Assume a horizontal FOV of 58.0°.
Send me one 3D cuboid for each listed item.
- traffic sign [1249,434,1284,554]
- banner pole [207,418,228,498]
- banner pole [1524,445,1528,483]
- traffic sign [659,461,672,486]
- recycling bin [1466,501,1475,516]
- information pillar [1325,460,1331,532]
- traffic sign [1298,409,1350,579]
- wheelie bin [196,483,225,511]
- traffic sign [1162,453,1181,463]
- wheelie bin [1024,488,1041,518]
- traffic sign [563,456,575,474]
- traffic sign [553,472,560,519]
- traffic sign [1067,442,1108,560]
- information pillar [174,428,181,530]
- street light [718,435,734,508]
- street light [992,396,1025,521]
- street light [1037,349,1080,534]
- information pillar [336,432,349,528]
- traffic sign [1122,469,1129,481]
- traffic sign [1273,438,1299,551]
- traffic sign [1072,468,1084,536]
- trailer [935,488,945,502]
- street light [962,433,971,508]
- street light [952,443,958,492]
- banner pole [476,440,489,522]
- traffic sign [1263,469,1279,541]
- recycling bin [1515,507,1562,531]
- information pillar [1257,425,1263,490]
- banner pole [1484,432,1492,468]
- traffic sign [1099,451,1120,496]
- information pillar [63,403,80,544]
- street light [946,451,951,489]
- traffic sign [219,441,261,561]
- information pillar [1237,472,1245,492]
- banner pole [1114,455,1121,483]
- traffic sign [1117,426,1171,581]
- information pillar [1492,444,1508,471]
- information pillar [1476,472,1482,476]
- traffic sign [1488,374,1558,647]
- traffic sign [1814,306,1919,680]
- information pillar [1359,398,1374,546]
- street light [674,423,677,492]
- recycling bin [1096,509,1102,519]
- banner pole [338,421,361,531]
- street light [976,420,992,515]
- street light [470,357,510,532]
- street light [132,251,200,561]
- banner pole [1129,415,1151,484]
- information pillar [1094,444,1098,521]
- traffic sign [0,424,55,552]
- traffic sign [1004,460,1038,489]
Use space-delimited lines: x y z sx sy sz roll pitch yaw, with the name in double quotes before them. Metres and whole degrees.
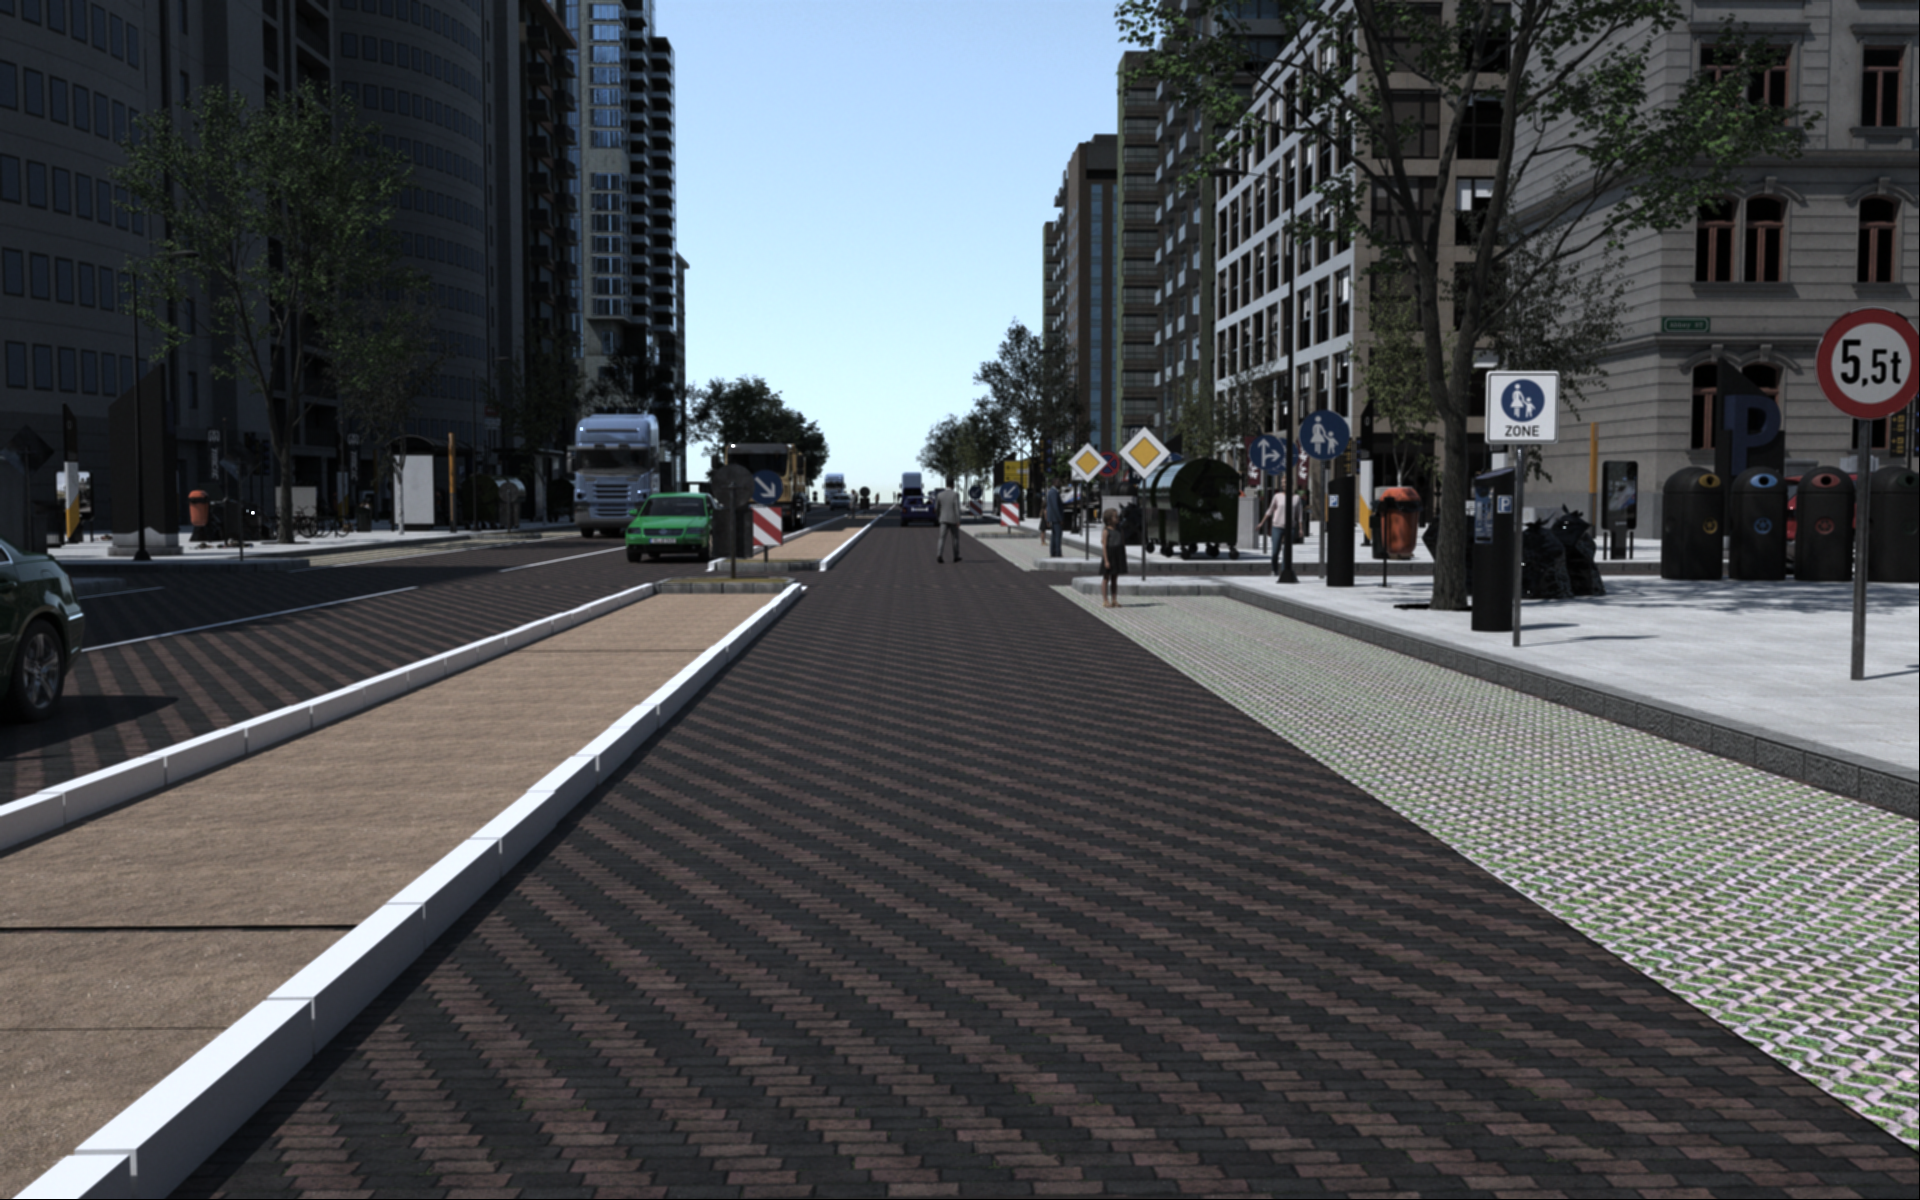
"traffic sign" 6.552 -2.264 37.120 0.768 2.556 0.104 0 4 -1
"banner pole" -24.331 -4.092 56.921 0.401 3.779 0.863 3 4 38
"banner pole" 14.968 -3.422 45.964 0.401 3.779 0.863 2 4 32
"traffic sign" -19.116 -6.988 108.122 2.265 3.308 0.079 0 4 2
"recycling bin" 19.779 -3.313 66.722 0.722 1.027 0.722 -2 4 -33
"information pillar" 12.292 -4.073 57.942 0.183 3.616 0.504 2 4 28
"traffic sign" 5.492 -1.597 26.210 0.768 2.556 0.104 0 4 3
"wheelie bin" -22.007 -2.618 50.710 0.693 1.594 0.980 2 4 30
"traffic sign" 6.554 -3.260 53.413 0.768 2.556 0.104 0 4 0
"wheelie bin" 3.906 -5.188 92.735 0.980 1.594 0.693 1 4 9
"traffic sign" -20.120 -6.042 92.665 2.265 3.308 0.079 0 4 5
"traffic sign" -20.887 -5.439 89.029 0.768 2.556 0.104 0 4 5
"traffic sign" 2.464 -1.827 33.507 0.795 2.450 0.064 0 4 -2
"information pillar" -27.688 -4.272 61.199 0.183 3.616 0.504 -2 4 -26
"street light" -18.334 -9.959 135.374 1.470 5.913 1.316 0 4 -2
"street light" 2.386 -6.705 82.163 1.470 5.913 1.316 0 4 -2
"street light" 3.183 -5.091 55.777 1.470 5.913 1.316 0 4 -2
"information pillar" -23.222 -4.510 65.097 0.183 3.616 0.504 2 4 25
"traffic sign" 7.073 -4.341 70.972 0.884 2.594 0.081 0 4 6
"traffic sign" 7.266 -2.391 39.200 0.768 2.556 0.104 0 4 1
"traffic sign" 3.687 -3.088 52.616 0.606 2.300 0.079 0 4 0
"trailer" -2.049 -10.216 174.074 1.471 1.999 3.904 0 4 -3
"street light" 0.929 -9.785 132.527 1.470 5.913 1.316 0 4 -2
"street light" 0.143 -11.363 158.330 1.470 5.913 1.316 0 4 -2
"banner pole" -21.934 -5.498 79.901 0.401 3.779 0.863 0 4 -3
"traffic sign" 8.531 -2.880 47.186 0.768 2.556 0.104 0 4 0
"recycling bin" 11.066 -1.270 33.311 0.722 1.027 0.722 -1 4 -21
"information pillar" 10.201 -4.134 58.951 0.183 3.616 0.504 0 4 -5
"banner pole" 21.171 -4.838 69.124 0.863 3.779 0.401 1 4 21
"traffic sign" 4.363 -3.130 51.290 0.768 2.556 0.104 0 4 6
"information pillar" -22.941 -3.263 44.703 0.183 3.616 0.504 0 4 4
"street light" -0.798 -12.984 184.827 1.470 5.913 1.316 0 4 -2
"traffic sign" -13.723 -1.797 33.031 0.795 2.450 0.064 0 4 -2
"information pillar" 9.134 -3.201 56.823 0.304 2.012 0.304 2 4 32
"banner pole" 9.929 -7.274 108.946 0.863 3.779 0.401 -3 5 -44
"traffic sign" 2.710 -1.338 25.525 0.795 2.450 0.064 0 4 -2
"information pillar" 10.919 -2.670 35.011 0.183 3.616 0.504 -1 4 -13
"information pillar" 17.416 -3.264 57.866 0.304 2.012 0.304 0 4 -6
"traffic sign" 4.680 -0.756 14.496 0.606 2.300 0.079 0 4 0
"traffic sign" 6.195 -0.720 11.879 0.768 2.556 0.104 0 4 -1
"information pillar" 10.002 -3.135 42.606 0.183 3.616 0.504 -1 4 -16
"street light" -17.465 -8.374 109.463 1.470 5.913 1.316 0 4 -2
"recycling bin" 7.503 -4.758 90.341 0.722 1.027 0.722 1 4 20
"banner pole" -21.084 -4.271 59.840 0.863 3.779 0.401 -3 4 -38
"street light" 1.585 -8.283 107.966 1.470 5.913 1.316 0 4 -2
"street light" -15.987 -5.288 58.992 1.470 5.913 1.316 0 4 -2
"street light" -15.209 -3.709 33.189 1.470 5.913 1.316 0 4 -2
"banner pole" 5.734 -3.963 54.813 0.863 3.779 0.401 1 4 12
"information pillar" 6.335 -5.511 81.465 0.183 3.616 0.504 -1 4 -14
"traffic sign" -13.477 -1.309 25.049 0.795 2.450 0.064 0 4 -2
"traffic sign" 3.762 -6.773 104.609 2.265 3.308 0.079 0 3 0
